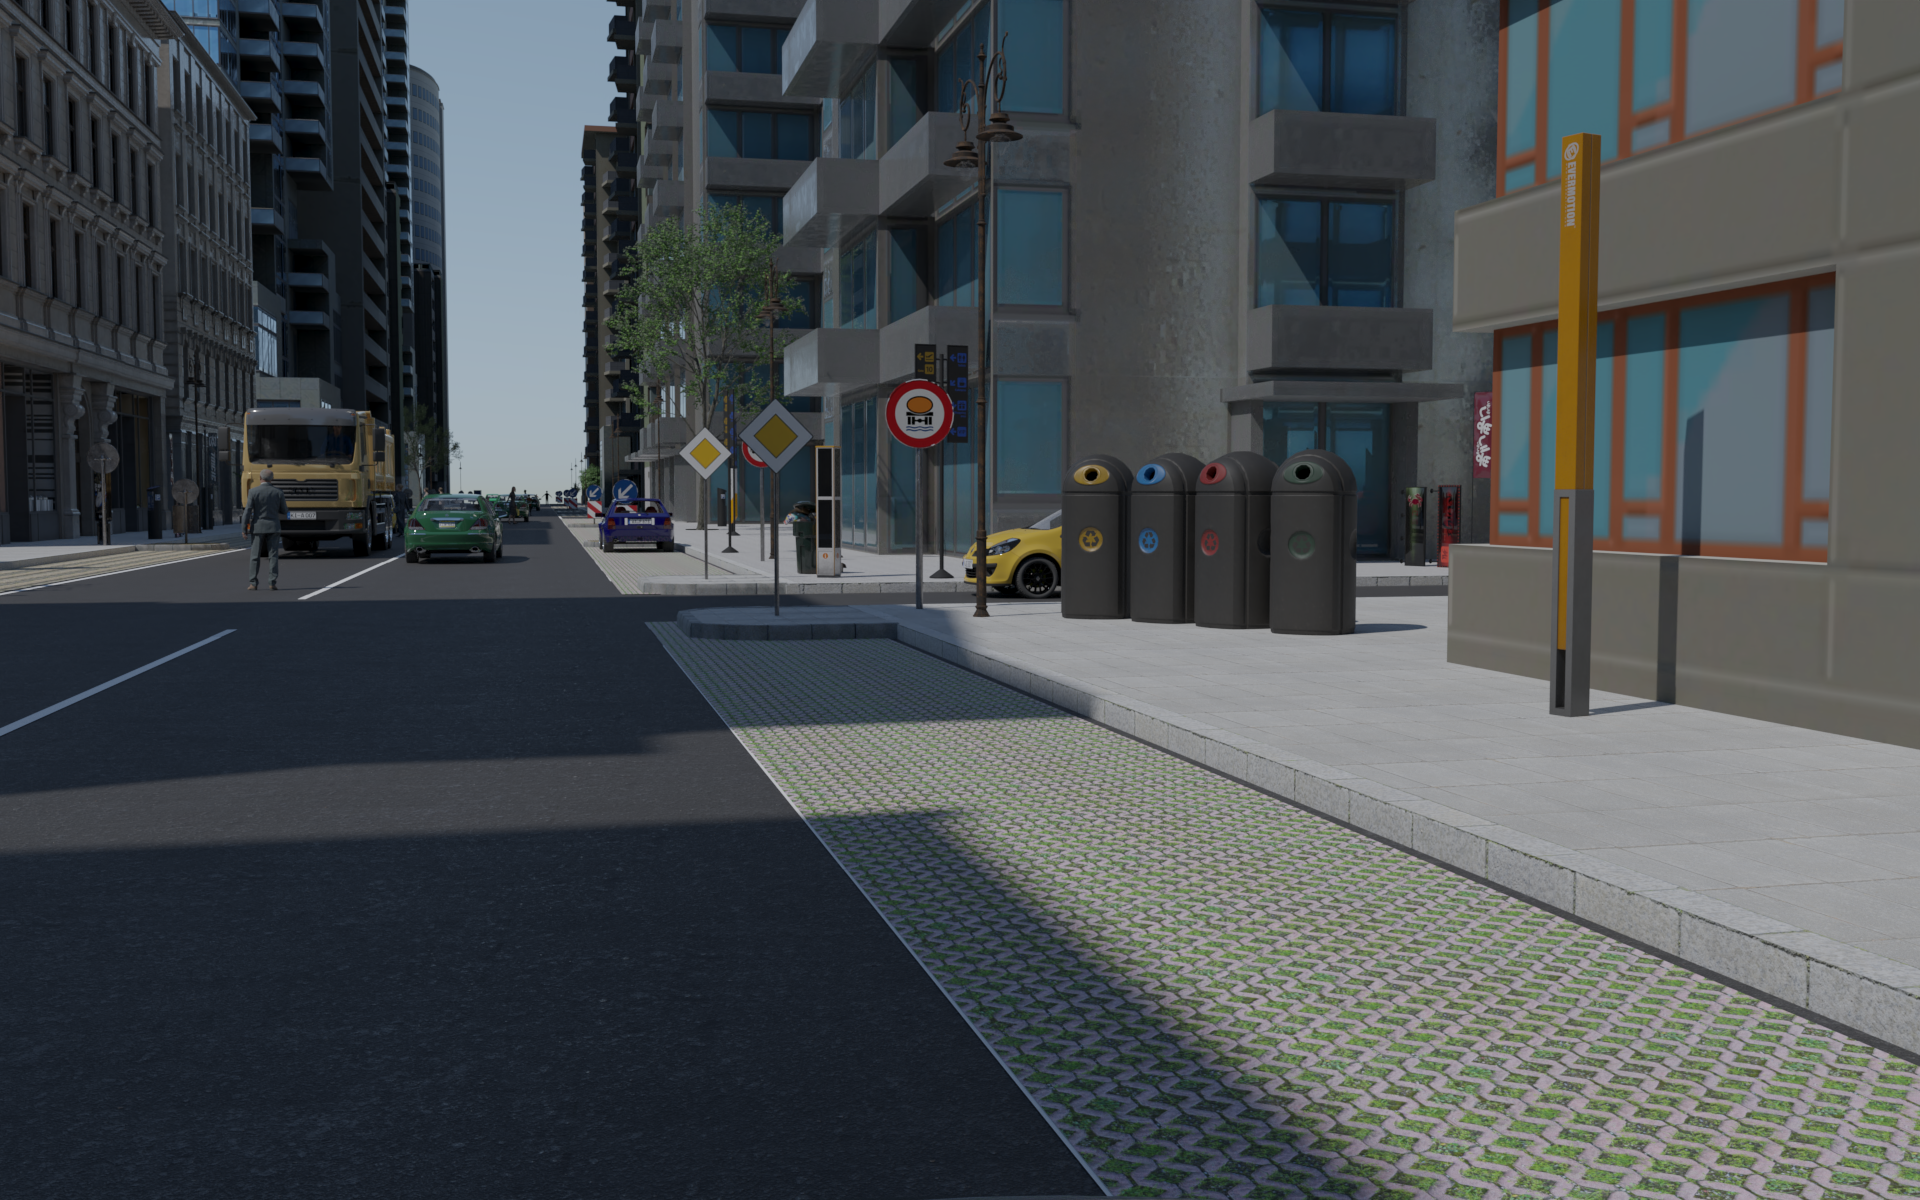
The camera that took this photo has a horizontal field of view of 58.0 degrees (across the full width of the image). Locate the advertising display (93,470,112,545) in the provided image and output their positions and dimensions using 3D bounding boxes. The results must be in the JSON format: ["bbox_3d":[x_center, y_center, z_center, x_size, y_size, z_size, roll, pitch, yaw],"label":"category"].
[{"bbox_3d":[-21.692,-2.362,43.837,0.123,1.923,0.974,-3,5,-43],"label":"advertising display"}]

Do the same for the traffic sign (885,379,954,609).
[{"bbox_3d":[-0.453,-1.171,19.256,0.768,2.556,0.104,-1,4,-8],"label":"traffic sign"}]

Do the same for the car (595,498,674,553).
[{"bbox_3d":[-8.162,-1.893,43.530,1.945,1.354,3.894,-1,4,-14],"label":"car"}]

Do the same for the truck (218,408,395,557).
[{"bbox_3d":[-15.309,-2.797,41.651,3.469,3.379,9.791,-1,4,-14],"label":"truck"}]

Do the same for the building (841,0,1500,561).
[{"bbox_3d":[10.742,-25.879,42.723,30.456,49.044,23.786,-1,4,-14],"label":"building"}]

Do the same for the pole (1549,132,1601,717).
[{"bbox_3d":[3.534,-0.985,9.948,0.158,3.312,0.155,0,3,0],"label":"pole"}]

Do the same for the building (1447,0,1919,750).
[{"bbox_3d":[20.546,-9.586,1.778,27.650,21.520,28.899,-1,4,-14],"label":"building"}]

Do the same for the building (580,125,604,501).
[{"bbox_3d":[-33.384,-33.688,205.421,22.147,44.769,28.867,-1,4,-14],"label":"building"}]

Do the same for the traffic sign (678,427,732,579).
[{"bbox_3d":[-3.813,-1.365,25.963,0.795,2.450,0.064,-1,4,-14],"label":"traffic sign"}]

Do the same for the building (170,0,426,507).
[{"bbox_3d":[-70.213,-53.556,188.314,22.319,86.520,31.000,-1,4,-14],"label":"building"}]

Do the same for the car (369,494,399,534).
[{"bbox_3d":[-21.543,-3.276,63.793,2.015,1.641,3.980,-1,4,-14],"label":"car"}]

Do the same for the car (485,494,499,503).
[{"bbox_3d":[-50.400,-10.883,186.732,1.959,1.807,4.718,-1,4,-12],"label":"car"}]

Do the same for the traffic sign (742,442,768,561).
[{"bbox_3d":[-3.767,-2.011,32.986,0.768,2.556,0.104,-1,4,-12],"label":"traffic sign"}]

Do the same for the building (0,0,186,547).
[{"bbox_3d":[-27.867,-11.633,41.105,10.553,20.767,40.483,-1,4,-14],"label":"building"}]

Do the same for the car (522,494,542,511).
[{"bbox_3d":[-37.133,-8.398,149.100,2.131,1.459,4.920,-1,4,-12],"label":"car"}]

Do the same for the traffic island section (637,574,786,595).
[{"bbox_3d":[-3.792,-0.230,26.045,2.009,0.180,2.903,-1,4,-14],"label":"traffic island section"}]

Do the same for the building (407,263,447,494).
[{"bbox_3d":[-71.057,-26.990,212.981,14.160,30.474,14.107,-1,4,-14],"label":"building"}]

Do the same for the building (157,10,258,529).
[{"bbox_3d":[-34.879,-13.507,69.988,9.793,20.994,18.267,-1,4,-14],"label":"building"}]

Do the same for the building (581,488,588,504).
[{"bbox_3d":[-34.519,-33.061,232.427,32.217,40.220,23.993,-1,4,-14],"label":"building"}]

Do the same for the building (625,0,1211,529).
[{"bbox_3d":[-4.465,-28.544,86.303,23.786,49.044,30.456,-1,4,-14],"label":"building"}]

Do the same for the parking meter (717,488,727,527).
[{"bbox_3d":[-9.391,-3.666,68.350,0.372,1.533,0.369,0,3,0],"label":"parking meter"}]

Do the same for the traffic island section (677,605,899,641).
[{"bbox_3d":[-1.913,0.244,18.284,2.009,0.180,2.903,-1,4,-14],"label":"traffic island section"}]

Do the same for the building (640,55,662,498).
[{"bbox_3d":[-12.942,-20.619,108.814,14.160,30.474,14.107,-1,4,-14],"label":"building"}]

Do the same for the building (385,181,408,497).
[{"bbox_3d":[-56.814,-23.267,152.120,14.160,30.474,14.107,-1,4,-14],"label":"building"}]

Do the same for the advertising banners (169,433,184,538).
[{"bbox_3d":[-23.091,-3.353,51.013,0.090,3.025,2.074,-1,4,-16],"label":"advertising banners"}]

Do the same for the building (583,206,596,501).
[{"bbox_3d":[-46.759,-36.651,249.347,14.600,45.320,14.200,-1,4,-14],"label":"building"}]

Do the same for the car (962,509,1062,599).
[{"bbox_3d":[2.018,-0.883,24.667,3.980,1.641,2.015,-1,4,-14],"label":"car"}]

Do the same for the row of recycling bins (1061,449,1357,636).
[{"bbox_3d":[2.385,-0.610,17.084,1.069,1.692,3.534,-3,5,-42],"label":"row of recycling bins"}]

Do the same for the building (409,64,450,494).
[{"bbox_3d":[-80.561,-42.238,232.596,21.231,58.520,28.212,-1,4,-14],"label":"building"}]

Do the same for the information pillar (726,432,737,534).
[{"bbox_3d":[-7.209,-3.882,54.830,0.183,3.616,0.504,-2,4,-35],"label":"information pillar"}]

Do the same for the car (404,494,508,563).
[{"bbox_3d":[-10.924,-1.573,37.515,2.131,1.459,4.920,-1,4,-12],"label":"car"}]

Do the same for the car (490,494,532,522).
[{"bbox_3d":[-23.384,-4.792,90.147,2.131,1.459,4.920,-1,4,-14],"label":"car"}]

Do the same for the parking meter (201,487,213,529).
[{"bbox_3d":[-27.525,-3.359,63.329,0.372,1.533,0.369,0,3,0],"label":"parking meter"}]

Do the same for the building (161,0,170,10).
[{"bbox_3d":[-50.001,-48.535,106.214,22.319,86.520,31.000,-1,4,-14],"label":"building"}]

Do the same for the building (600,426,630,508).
[{"bbox_3d":[-21.523,-51.737,158.576,22.319,86.520,31.000,-1,4,-14],"label":"building"}]

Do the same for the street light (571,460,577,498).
[{"bbox_3d":[-49.139,-15.219,221.624,0.468,5.910,1.993,-1,4,-14],"label":"street light"}]

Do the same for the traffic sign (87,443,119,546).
[{"bbox_3d":[-21.252,-2.622,42.968,0.768,2.556,0.104,0,4,-6],"label":"traffic sign"}]

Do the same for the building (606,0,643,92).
[{"bbox_3d":[-14.844,-29.076,130.012,22.147,44.769,28.867,-1,4,-14],"label":"building"}]

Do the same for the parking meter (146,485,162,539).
[{"bbox_3d":[-22.912,-2.499,49.267,0.372,1.533,0.369,0,3,0],"label":"parking meter"}]

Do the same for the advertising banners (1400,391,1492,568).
[{"bbox_3d":[8.489,-2.073,30.087,0.090,3.025,2.074,-2,4,-34],"label":"advertising banners"}]

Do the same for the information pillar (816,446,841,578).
[{"bbox_3d":[-2.015,-1.351,26.577,0.304,2.012,0.304,1,4,17],"label":"information pillar"}]

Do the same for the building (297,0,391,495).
[{"bbox_3d":[-56.271,-31.160,133.160,21.300,48.544,21.600,-1,4,-14],"label":"building"}]

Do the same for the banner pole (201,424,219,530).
[{"bbox_3d":[-26.865,-4.408,62.089,0.401,3.779,0.863,1,4,16],"label":"banner pole"}]

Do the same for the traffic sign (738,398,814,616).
[{"bbox_3d":[-1.934,-0.890,18.201,0.795,2.450,0.064,-1,4,-14],"label":"traffic sign"}]
